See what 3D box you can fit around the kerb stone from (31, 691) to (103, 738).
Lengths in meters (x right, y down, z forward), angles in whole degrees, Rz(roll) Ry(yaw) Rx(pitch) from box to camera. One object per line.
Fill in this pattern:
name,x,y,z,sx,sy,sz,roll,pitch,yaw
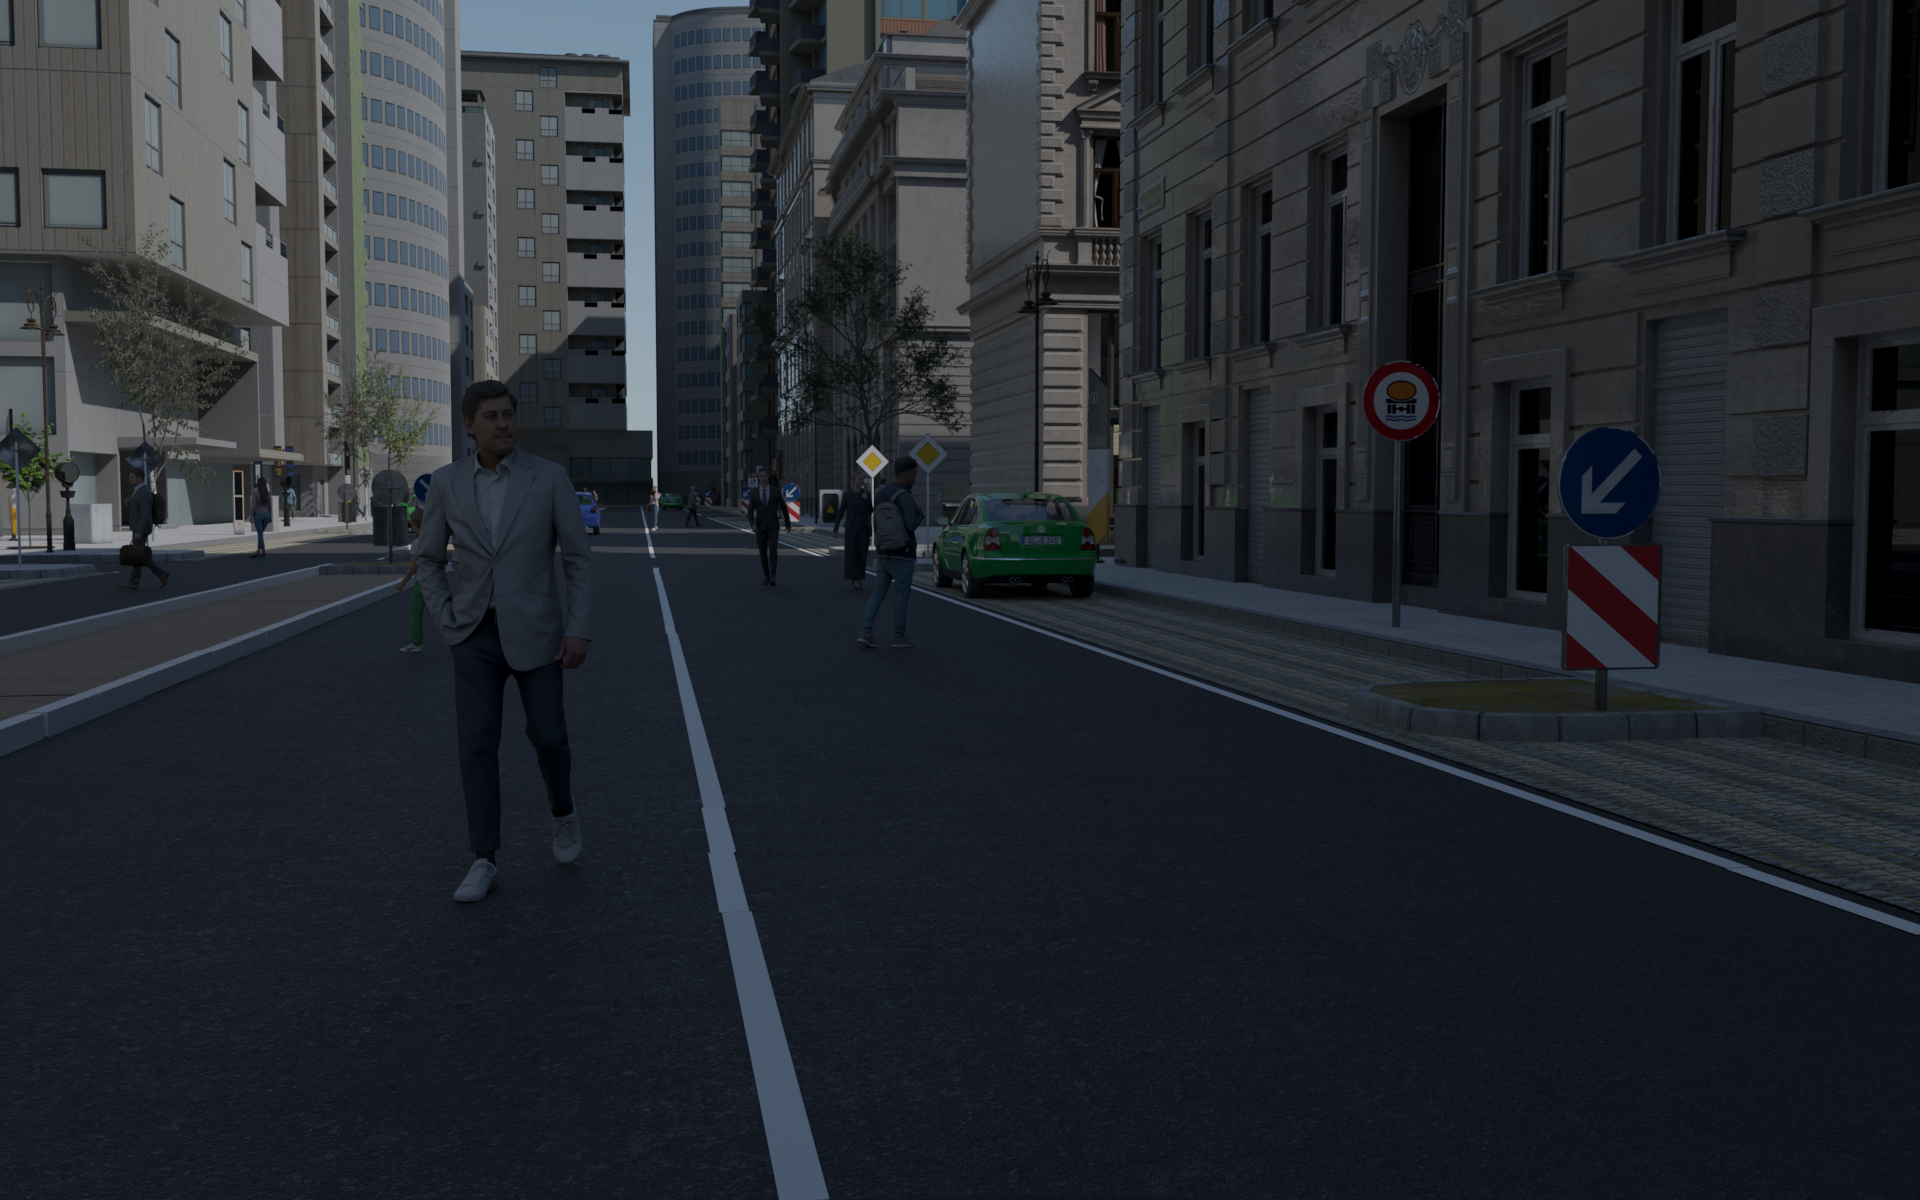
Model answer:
kerb stone,-5.515,0.705,10.667,0.120,0.150,1.000,-1,4,-10

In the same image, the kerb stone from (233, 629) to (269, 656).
kerb stone,-6.455,0.401,15.691,0.120,0.150,1.000,-1,4,-10

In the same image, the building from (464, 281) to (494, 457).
building,-56.069,-18.712,150.974,27.650,21.520,28.899,-1,4,-10

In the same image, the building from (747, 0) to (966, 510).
building,-4.826,-29.312,133.879,22.147,44.769,28.867,-1,4,-10

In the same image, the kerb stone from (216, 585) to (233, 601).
kerb stone,-10.019,-0.067,23.363,0.120,0.150,1.000,-1,4,-10

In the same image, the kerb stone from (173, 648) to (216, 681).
kerb stone,-6.083,0.521,13.680,0.120,0.150,1.000,-1,4,-10

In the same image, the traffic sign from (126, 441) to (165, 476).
traffic sign,-17.876,-2.191,38.021,0.795,2.593,0.064,-1,4,-10

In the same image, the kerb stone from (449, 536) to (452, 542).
kerb stone,-15.551,-1.892,53.137,0.120,0.150,1.000,-1,4,-10

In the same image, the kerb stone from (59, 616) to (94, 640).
kerb stone,-8.892,0.300,17.298,0.120,0.150,1.000,-1,4,-10

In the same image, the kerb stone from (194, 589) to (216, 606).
kerb stone,-9.822,-0.009,22.350,0.120,0.150,1.000,-1,4,-10

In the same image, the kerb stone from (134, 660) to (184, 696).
kerb stone,-5.896,0.583,12.675,0.120,0.150,1.000,-1,4,-10

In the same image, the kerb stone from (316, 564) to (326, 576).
kerb stone,-11.324,-0.496,30.405,0.120,0.150,1.000,-1,4,-10

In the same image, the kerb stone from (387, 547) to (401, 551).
kerb stone,-13.111,-1.091,40.034,0.120,0.150,1.000,-1,4,-10

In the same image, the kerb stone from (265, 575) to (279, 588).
kerb stone,-10.580,-0.256,26.380,0.120,0.150,1.000,-1,4,-10

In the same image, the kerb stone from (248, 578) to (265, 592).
kerb stone,-10.391,-0.195,25.376,0.120,0.150,1.000,-1,4,-10

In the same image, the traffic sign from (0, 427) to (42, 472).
traffic sign,-16.418,-1.711,30.170,0.795,2.593,0.064,-1,4,-10

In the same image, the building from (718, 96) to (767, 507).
building,-18.329,-30.525,182.685,14.154,41.232,14.086,-1,4,-10

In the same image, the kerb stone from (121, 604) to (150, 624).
kerb stone,-9.271,0.176,19.326,0.120,0.150,1.000,-1,4,-10

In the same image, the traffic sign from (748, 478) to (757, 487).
traffic sign,-12.975,-6.511,108.586,0.606,2.300,0.079,0,4,-2

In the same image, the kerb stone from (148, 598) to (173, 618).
kerb stone,-9.460,0.115,20.330,0.120,0.150,1.000,-1,4,-10

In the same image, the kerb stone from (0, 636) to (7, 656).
kerb stone,-8.517,0.426,15.284,0.120,0.150,1.000,-1,4,-10

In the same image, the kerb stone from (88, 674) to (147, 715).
kerb stone,-5.704,0.645,11.672,0.120,0.150,1.000,-1,4,-10

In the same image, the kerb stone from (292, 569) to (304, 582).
kerb stone,-10.947,-0.379,28.391,0.120,0.150,1.000,-1,4,-10

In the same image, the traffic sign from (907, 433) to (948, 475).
traffic sign,-0.590,-1.889,33.077,0.795,2.593,0.064,-1,4,-10

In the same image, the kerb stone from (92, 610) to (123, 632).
kerb stone,-9.082,0.238,18.303,0.120,0.150,1.000,-1,4,-10

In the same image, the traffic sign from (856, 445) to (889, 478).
traffic sign,-2.048,-2.369,40.929,0.795,2.593,0.064,-1,4,-10

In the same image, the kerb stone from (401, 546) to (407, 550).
kerb stone,-13.304,-1.146,41.038,0.120,0.150,1.000,-1,4,-10

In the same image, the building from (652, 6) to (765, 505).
building,-22.428,-40.796,209.013,28.212,58.520,21.231,-1,4,-10

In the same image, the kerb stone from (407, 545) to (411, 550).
kerb stone,-13.491,-1.214,42.050,0.120,0.150,1.000,-1,4,-10

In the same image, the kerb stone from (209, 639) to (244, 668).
kerb stone,-6.270,0.466,14.686,0.120,0.150,1.000,-1,4,-10

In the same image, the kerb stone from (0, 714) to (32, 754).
kerb stone,-5.340,0.772,9.654,0.120,0.150,1.000,-1,4,-10

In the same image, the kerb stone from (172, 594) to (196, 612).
kerb stone,-9.639,0.052,21.338,0.120,0.150,1.000,-1,4,-10

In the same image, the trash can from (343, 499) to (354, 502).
trash can,-31.551,-4.760,89.473,0.748,1.137,0.748,0,3,0

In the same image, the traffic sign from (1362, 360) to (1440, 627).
traffic sign,4.203,-1.010,16.617,0.768,2.556,0.104,0,4,-6

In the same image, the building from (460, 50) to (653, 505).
building,-51.064,-37.818,207.567,27.495,52.752,28.713,-1,4,-10

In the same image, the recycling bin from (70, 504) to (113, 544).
recycling bin,-22.565,-1.985,45.003,0.722,1.027,0.722,1,4,16

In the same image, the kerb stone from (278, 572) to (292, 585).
kerb stone,-10.768,-0.317,27.384,0.120,0.150,1.000,-1,4,-10

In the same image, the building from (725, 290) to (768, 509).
building,-7.463,-19.473,163.421,27.650,21.520,28.899,-1,4,-10

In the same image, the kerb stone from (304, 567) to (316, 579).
kerb stone,-11.137,-0.441,29.400,0.120,0.150,1.000,-1,4,-10

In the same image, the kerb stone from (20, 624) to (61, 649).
kerb stone,-8.706,0.364,16.288,0.120,0.150,1.000,-1,4,-10

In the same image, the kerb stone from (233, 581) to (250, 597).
kerb stone,-10.207,-0.130,24.370,0.120,0.150,1.000,-1,4,-10
